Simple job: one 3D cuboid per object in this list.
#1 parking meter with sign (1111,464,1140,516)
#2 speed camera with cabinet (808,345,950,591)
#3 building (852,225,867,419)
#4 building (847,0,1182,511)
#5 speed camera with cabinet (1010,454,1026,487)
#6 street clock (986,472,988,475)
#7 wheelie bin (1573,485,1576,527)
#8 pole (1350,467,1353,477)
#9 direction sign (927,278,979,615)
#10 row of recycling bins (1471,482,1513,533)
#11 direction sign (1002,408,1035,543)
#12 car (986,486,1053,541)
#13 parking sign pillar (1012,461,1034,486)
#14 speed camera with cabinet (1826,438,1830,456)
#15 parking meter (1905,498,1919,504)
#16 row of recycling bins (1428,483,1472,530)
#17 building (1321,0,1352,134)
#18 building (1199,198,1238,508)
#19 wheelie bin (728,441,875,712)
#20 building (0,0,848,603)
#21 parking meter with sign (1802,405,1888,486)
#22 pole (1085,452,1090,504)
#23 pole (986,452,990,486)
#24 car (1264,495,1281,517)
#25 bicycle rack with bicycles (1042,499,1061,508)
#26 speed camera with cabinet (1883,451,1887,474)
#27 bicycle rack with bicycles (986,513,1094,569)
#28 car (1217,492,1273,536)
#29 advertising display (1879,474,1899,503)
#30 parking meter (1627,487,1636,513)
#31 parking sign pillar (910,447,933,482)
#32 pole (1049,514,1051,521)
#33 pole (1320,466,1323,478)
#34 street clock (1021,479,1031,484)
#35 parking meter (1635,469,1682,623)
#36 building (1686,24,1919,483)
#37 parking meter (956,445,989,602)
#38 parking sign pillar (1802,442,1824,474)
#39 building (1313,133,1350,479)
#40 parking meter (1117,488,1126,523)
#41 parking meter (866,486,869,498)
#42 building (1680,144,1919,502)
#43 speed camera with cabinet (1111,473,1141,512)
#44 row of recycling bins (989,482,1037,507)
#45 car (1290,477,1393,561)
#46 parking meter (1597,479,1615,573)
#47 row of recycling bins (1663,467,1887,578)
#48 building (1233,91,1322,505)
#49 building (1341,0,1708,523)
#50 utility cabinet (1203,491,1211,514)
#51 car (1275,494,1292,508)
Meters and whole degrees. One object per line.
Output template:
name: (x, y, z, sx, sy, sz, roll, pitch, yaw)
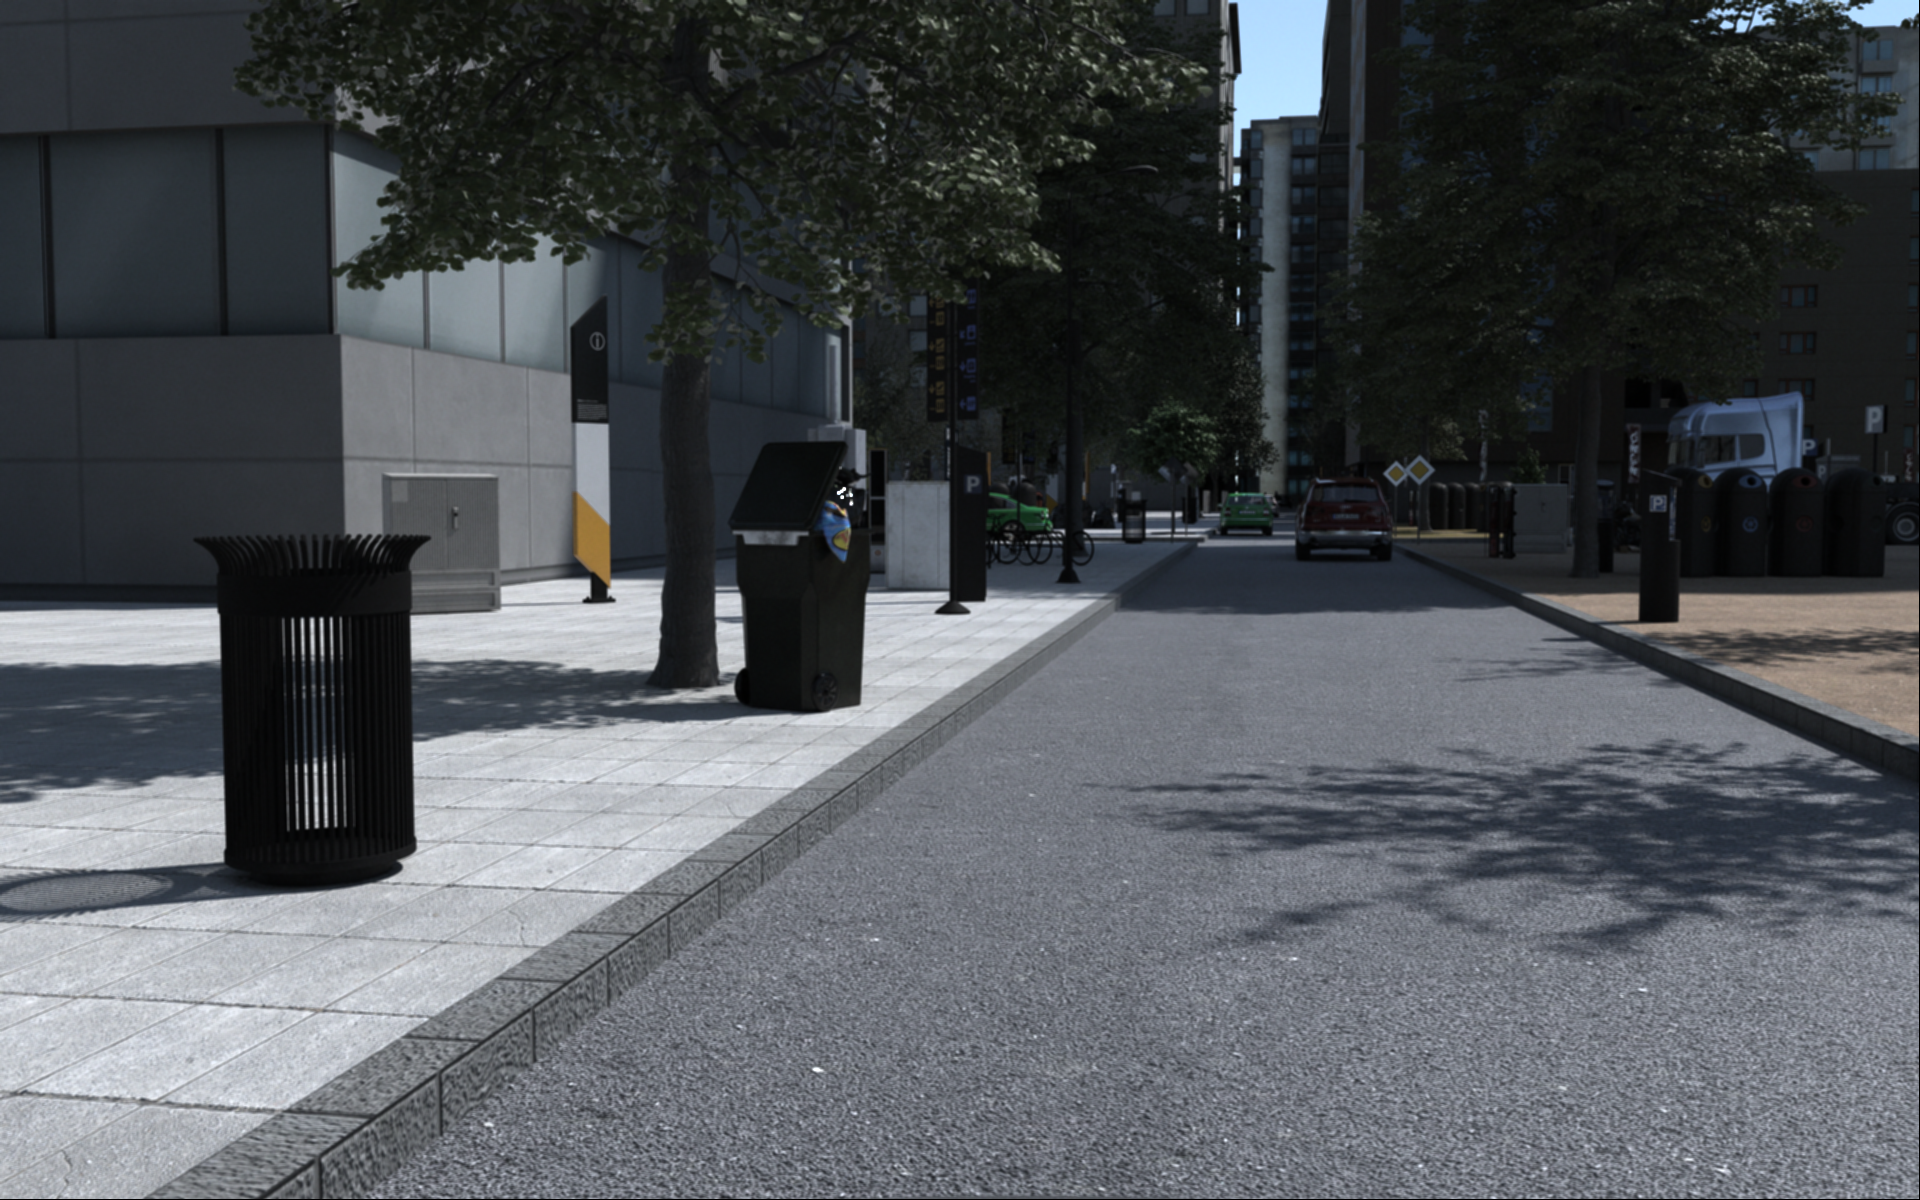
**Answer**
parking meter with sign: (9.650, -6.390, 100.743, 1.738, 3.016, 0.543, -2, 4, -30)
speed camera with cabinet: (-0.977, -1.764, 23.176, 2.038, 3.252, 0.660, 1, 4, 12)
building: (-10.716, -33.229, 197.925, 28.867, 44.769, 22.147, 1, 4, 10)
building: (8.164, -33.835, 142.443, 28.713, 52.752, 27.495, 1, 4, 10)
speed camera with cabinet: (2.518, -5.670, 87.047, 0.660, 3.252, 2.038, -2, 4, -31)
street clock: (0.469, -2.481, 45.137, 0.471, 2.002, 0.358, -1, 4, -11)
wheelie bin: (21.721, -3.233, 60.773, 0.980, 1.594, 0.693, 3, 5, 42)
pole: (27.170, -7.725, 120.152, 0.158, 3.312, 0.155, 0, 3, 0)
direction sign: (-0.078, -1.622, 18.509, 0.379, 3.537, 0.876, -3, 4, -38)
row of recycling bins: (18.116, -3.127, 58.243, 1.069, 1.692, 3.534, 0, 4, 8)
direction sign: (1.540, -3.270, 45.459, 0.876, 3.537, 0.379, 1, 4, 12)
car: (0.306, -2.521, 50.007, 4.718, 1.807, 1.959, 1, 4, 9)
parking sign pillar: (3.668, -6.882, 100.995, 1.447, 3.967, 1.447, -2, 4, -33)
speed camera with cabinet: (31.246, -4.081, 61.056, 0.660, 3.252, 2.038, -1, 4, -18)
parking meter: (29.462, -2.764, 53.606, 0.372, 1.533, 0.369, 0, 3, 0)
row of recycling bins: (18.097, -3.396, 62.644, 3.534, 1.692, 1.069, -3, 4, -38)
building: (43.803, -32.616, 156.978, 21.300, 48.544, 21.600, 1, 4, 10)
building: (18.902, -23.959, 163.424, 14.160, 30.474, 14.107, 1, 4, 10)
wheelie bin: (-0.960, -0.157, 10.481, 0.980, 1.594, 0.693, 2, 4, 34)
building: (-16.741, -27.215, 34.202, 27.495, 52.752, 28.713, 1, 4, 10)
parking meter with sign: (17.215, -2.311, 34.040, 1.738, 3.016, 0.543, 0, 4, -8)
pole: (6.227, -5.554, 84.646, 0.158, 3.312, 0.155, 0, 3, 0)
pole: (1.366, -5.505, 83.853, 0.158, 3.312, 0.155, 0, 3, 0)
car: (18.920, -5.842, 107.881, 2.083, 1.381, 4.827, 1, 4, 12)
bicycle rack with bicycles: (5.815, -6.573, 120.843, 2.852, 0.926, 2.925, -2, 4, -30)
speed camera with cabinet: (41.875, -5.231, 79.857, 2.038, 3.252, 0.660, 2, 4, 25)
bicycle rack with bicycles: (0.615, -1.093, 31.257, 2.852, 0.926, 2.925, -3, 4, -39)
car: (10.059, -3.193, 61.008, 1.959, 1.807, 4.718, 0, 4, 8)
advertising display: (30.249, -3.148, 56.684, 0.123, 1.923, 0.974, -1, 4, -20)
parking meter: (25.845, -3.561, 66.639, 0.372, 1.533, 0.369, 0, 3, 0)
parking sign pillar: (-2.225, -6.812, 99.849, 1.447, 3.967, 1.447, 1, 4, 23)
pole: (3.876, -5.015, 75.833, 0.158, 3.312, 0.155, 0, 3, 0)
pole: (25.835, -7.948, 123.796, 0.158, 3.312, 0.155, 0, 3, 0)
street clock: (3.123, -4.742, 82.100, 0.471, 2.002, 0.358, 2, 4, 33)
parking meter: (7.039, -0.550, 17.405, 0.372, 1.533, 0.369, 0, 3, 0)
building: (84.285, -34.272, 179.952, 30.456, 49.044, 23.786, 1, 4, 10)
parking meter: (0.127, -0.916, 20.684, 0.399, 1.863, 0.255, -1, 4, -18)
parking sign pillar: (44.197, -6.218, 90.143, 1.447, 3.967, 1.447, 2, 4, 29)
building: (35.982, -22.576, 140.812, 14.160, 30.474, 14.107, 1, 4, 10)
parking meter: (7.286, -4.260, 78.064, 0.372, 1.533, 0.369, 0, 3, 0)
parking meter: (-6.635, -7.249, 124.233, 0.399, 1.863, 0.255, 1, 4, 13)
building: (40.267, -16.124, 108.665, 27.650, 21.520, 28.899, 1, 4, 10)
speed camera with cabinet: (11.761, -7.858, 122.820, 2.038, 3.252, 0.660, -1, 4, -14)
row of recycling bins: (0.927, -3.250, 60.254, 3.534, 1.692, 1.069, -1, 4, -10)
car: (8.578, -1.850, 38.915, 2.281, 1.827, 5.304, 1, 4, 10)
parking meter: (10.530, -1.223, 28.403, 0.372, 1.533, 0.369, 0, 3, 0)
row of recycling bins: (12.551, -1.215, 26.971, 3.534, 1.692, 1.069, 0, 4, -2)
building: (49.297, -36.585, 217.775, 30.456, 49.044, 23.786, 1, 4, 10)
building: (25.578, -26.328, 80.577, 14.600, 45.320, 14.200, 1, 4, 10)
utility cabinet: (15.983, -6.318, 111.973, 0.318, 1.500, 1.173, 1, 4, 19)
car: (32.716, -10.126, 175.345, 2.009, 1.686, 4.222, 1, 4, 9)
